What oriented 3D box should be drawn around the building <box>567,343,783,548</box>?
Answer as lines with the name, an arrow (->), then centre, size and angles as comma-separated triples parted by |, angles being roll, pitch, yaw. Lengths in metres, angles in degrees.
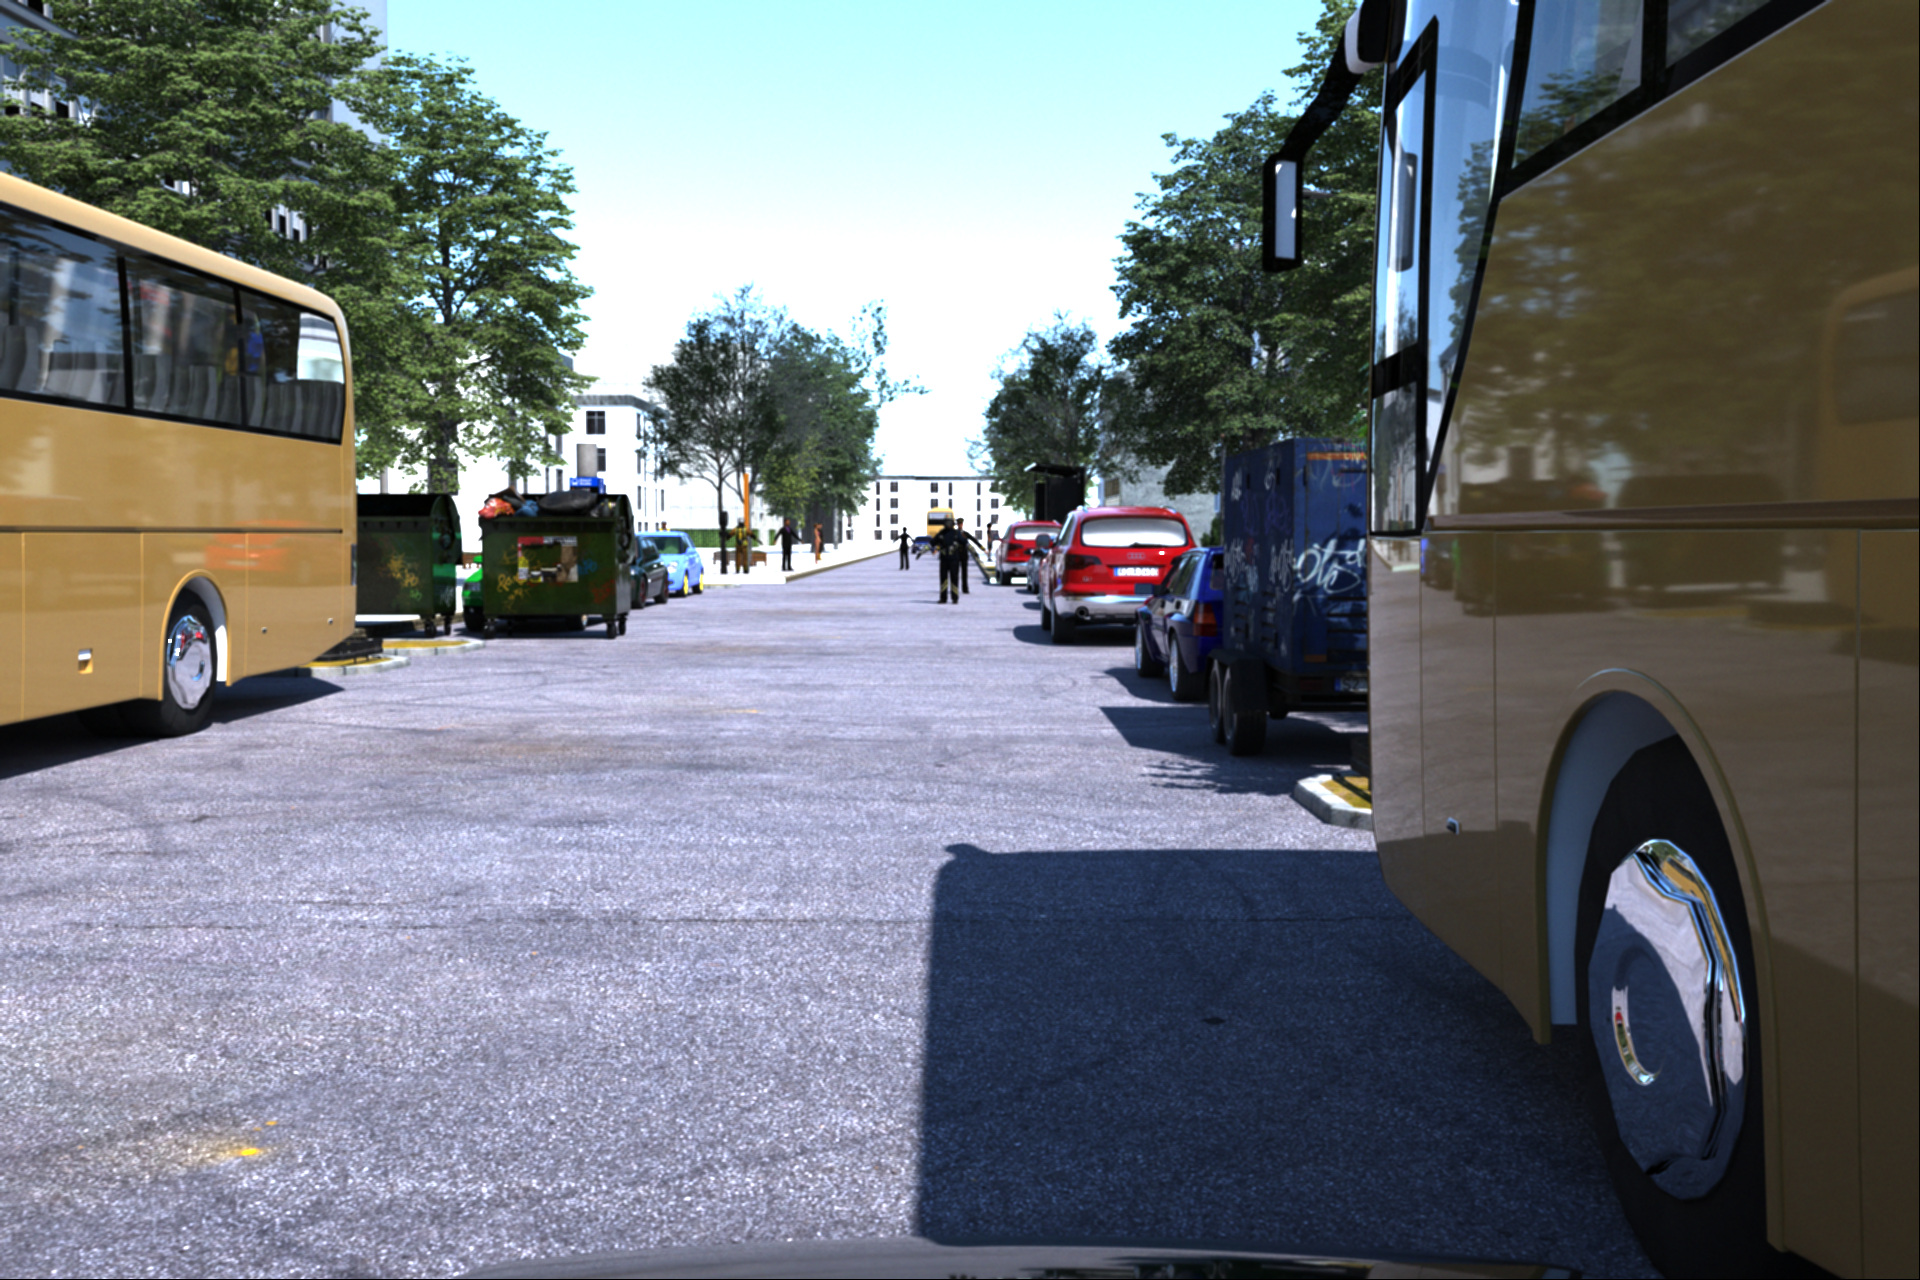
building -> -27.966, -18.944, 176.195 | 16.747, 18.905, 31.486 | 0, 4, 0

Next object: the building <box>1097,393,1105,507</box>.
building -> 23.069, -22.620, 226.256 | 16.016, 20.090, 11.380 | 0, 4, 0

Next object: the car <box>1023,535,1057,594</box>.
car -> 2.583, -1.869, 42.566 | 2.014, 1.417, 4.499 | 0, 4, -1

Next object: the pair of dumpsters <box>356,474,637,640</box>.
pair of dumpsters -> -6.781, -1.159, 23.896 | 4.436, 2.255, 1.574 | 0, 4, -1

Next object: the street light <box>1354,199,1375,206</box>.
street light -> 6.248, -3.120, 23.551 | 1.470, 5.913, 1.316 | 0, 4, 0

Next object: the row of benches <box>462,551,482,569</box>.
row of benches -> -18.025, -3.047, 65.275 | 1.422, 0.672, 4.104 | 1, 4, 12

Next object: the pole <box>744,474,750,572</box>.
pole -> -7.207, -3.955, 58.499 | 0.158, 3.312, 0.155 | 0, 3, 0

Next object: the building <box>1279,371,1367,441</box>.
building -> 22.305, -8.671, 83.916 | 9.099, 9.664, 28.070 | 0, 4, 0

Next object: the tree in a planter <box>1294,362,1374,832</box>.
tree in a planter -> 2.809, -0.716, 8.925 | 1.991, 3.239, 1.994 | 0, 4, -1

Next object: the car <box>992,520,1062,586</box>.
car -> 2.097, -2.505, 49.626 | 2.281, 1.827, 5.304 | 0, 4, -1

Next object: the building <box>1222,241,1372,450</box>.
building -> 22.343, -15.688, 112.921 | 16.016, 20.090, 11.380 | 0, 4, 0

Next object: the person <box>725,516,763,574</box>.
person -> -7.059, -3.072, 55.990 | 1.354, 1.858, 0.705 | 0, 4, 4

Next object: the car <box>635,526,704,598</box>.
car -> -7.004, -1.869, 40.152 | 1.945, 1.707, 3.694 | 0, 4, 0

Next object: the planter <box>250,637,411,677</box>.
planter -> -6.956, 0.173, 18.314 | 1.991, 0.319, 1.994 | 0, 4, 1

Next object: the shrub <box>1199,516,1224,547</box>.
shrub -> 10.515, -4.046, 70.199 | 1.661, 2.075, 1.752 | 0, 3, 0

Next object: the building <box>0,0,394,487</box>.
building -> -29.438, -14.255, 40.671 | 19.016, 26.051, 41.698 | 0, 4, 1

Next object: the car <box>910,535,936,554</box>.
car -> -2.656, -7.002, 127.056 | 1.945, 1.354, 3.894 | 0, 4, 0

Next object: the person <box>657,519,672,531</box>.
person -> -9.372, -2.971, 55.036 | 1.216, 1.772, 0.721 | -1, 4, -17

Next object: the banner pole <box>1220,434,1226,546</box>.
banner pole -> 6.536, -3.243, 43.032 | 0.401, 3.779, 0.863 | 0, 3, 0

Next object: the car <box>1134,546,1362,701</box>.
car -> 2.660, -0.221, 16.202 | 1.945, 1.354, 3.894 | 0, 4, -1

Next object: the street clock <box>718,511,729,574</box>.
street clock -> -7.538, -3.099, 55.233 | 0.358, 2.002, 0.471 | 0, 4, 1

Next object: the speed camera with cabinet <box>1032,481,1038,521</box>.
speed camera with cabinet -> 3.034, -4.276, 64.250 | 0.660, 3.252, 2.038 | 0, 4, 1

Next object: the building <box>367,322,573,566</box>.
building -> -23.019, -8.606, 82.862 | 9.099, 9.664, 28.070 | 0, 4, 0

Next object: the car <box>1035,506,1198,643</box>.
car -> 2.218, -0.953, 24.252 | 2.281, 1.827, 5.304 | 0, 4, 0

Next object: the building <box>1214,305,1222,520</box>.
building -> 24.813, -16.887, 132.522 | 16.016, 20.090, 11.380 | 0, 3, 0

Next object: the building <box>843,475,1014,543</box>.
building -> -6.281, -18.420, 245.772 | 28.070, 9.664, 9.099 | 0, 4, 2

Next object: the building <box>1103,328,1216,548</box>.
building -> 24.447, -20.928, 173.107 | 19.493, 23.208, 18.063 | 0, 4, 0

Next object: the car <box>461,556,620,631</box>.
car -> -6.471, -1.122, 27.140 | 1.959, 1.807, 4.718 | 0, 4, -1

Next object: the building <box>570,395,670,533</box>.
building -> -24.373, -10.792, 118.591 | 9.099, 9.664, 28.070 | 0, 4, 0

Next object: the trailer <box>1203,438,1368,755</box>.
trailer -> 2.450, -0.317, 12.231 | 1.471, 1.999, 3.904 | 0, 3, 0

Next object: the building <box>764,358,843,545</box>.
building -> -29.627, -22.859, 217.716 | 27.936, 21.610, 32.646 | 0, 4, 0

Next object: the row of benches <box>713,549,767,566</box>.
row of benches -> -8.927, -3.358, 70.360 | 1.422, 0.672, 4.104 | -2, 4, -31

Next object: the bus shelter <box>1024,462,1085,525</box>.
bus shelter -> 3.259, -4.193, 59.837 | 1.731, 3.624, 6.357 | 0, 4, -1

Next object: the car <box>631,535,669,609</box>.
car -> -6.884, -1.496, 34.248 | 2.009, 1.686, 4.222 | 0, 4, 0

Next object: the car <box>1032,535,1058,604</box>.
car -> 2.517, -1.527, 34.006 | 2.155, 1.783, 4.494 | 0, 4, 0
